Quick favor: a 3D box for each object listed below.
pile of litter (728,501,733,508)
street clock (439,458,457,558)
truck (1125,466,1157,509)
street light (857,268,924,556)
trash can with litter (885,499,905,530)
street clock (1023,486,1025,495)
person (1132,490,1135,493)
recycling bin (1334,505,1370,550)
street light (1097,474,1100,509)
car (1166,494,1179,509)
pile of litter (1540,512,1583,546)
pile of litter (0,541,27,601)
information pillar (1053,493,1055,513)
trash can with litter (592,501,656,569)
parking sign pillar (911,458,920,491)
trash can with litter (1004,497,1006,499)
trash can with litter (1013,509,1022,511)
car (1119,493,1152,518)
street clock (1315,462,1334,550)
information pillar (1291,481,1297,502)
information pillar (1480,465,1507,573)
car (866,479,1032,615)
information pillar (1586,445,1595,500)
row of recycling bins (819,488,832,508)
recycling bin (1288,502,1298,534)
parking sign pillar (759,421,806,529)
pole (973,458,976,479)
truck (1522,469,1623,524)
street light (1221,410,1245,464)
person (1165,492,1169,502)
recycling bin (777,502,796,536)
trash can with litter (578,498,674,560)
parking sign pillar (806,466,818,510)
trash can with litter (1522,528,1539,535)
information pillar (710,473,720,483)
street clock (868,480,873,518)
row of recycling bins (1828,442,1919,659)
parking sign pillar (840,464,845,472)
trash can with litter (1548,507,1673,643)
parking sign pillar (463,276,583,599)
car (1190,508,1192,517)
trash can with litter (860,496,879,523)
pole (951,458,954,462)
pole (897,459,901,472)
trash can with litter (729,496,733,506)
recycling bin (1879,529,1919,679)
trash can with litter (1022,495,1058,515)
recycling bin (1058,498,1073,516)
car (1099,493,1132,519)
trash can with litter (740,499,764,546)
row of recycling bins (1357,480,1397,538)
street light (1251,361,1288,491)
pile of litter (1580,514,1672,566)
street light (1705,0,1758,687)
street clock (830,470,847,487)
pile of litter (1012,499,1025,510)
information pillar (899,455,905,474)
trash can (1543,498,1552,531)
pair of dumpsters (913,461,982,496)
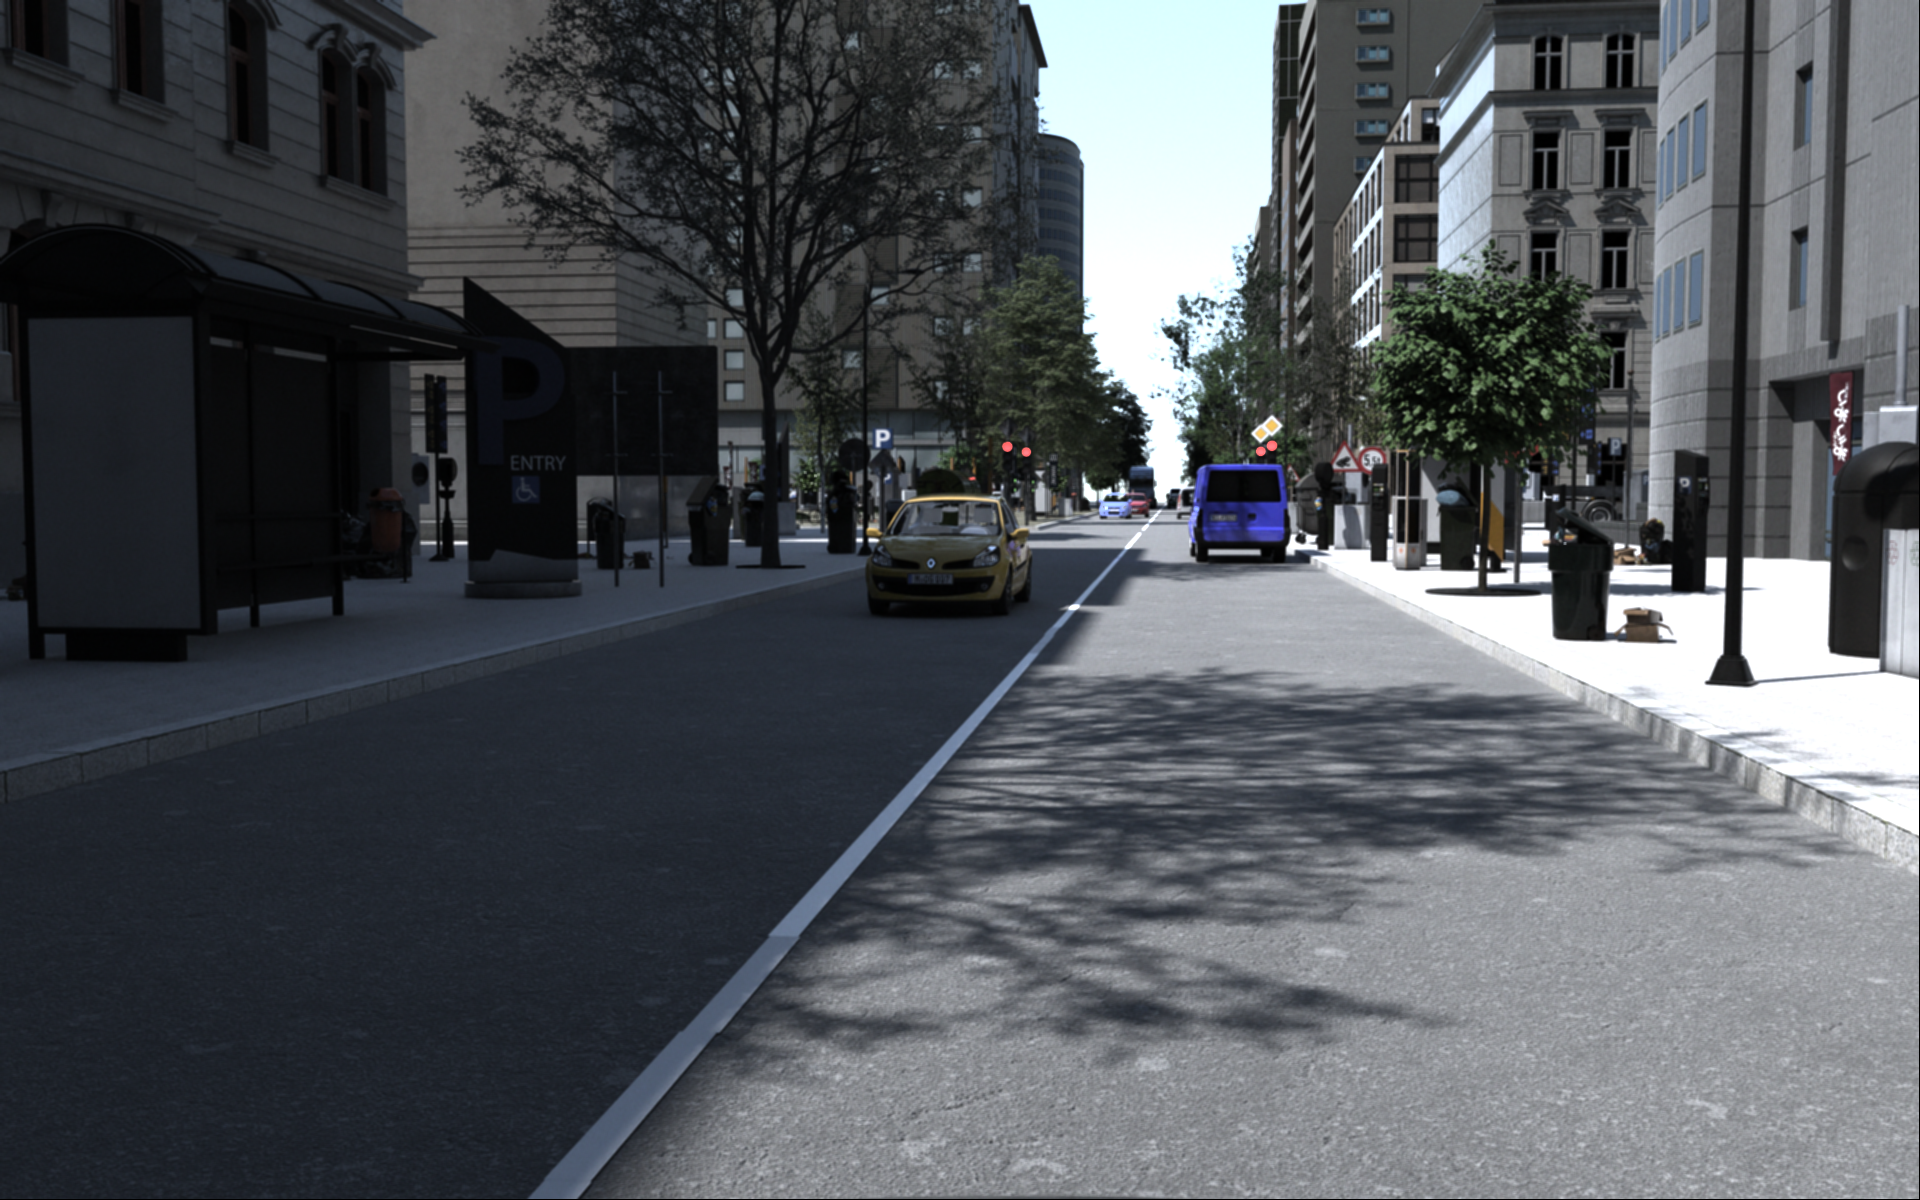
[{"bbox_3d":[-14.890,-6.029,112.537,1.719,0.858,1.176,3,5,43],"label":"pile of litter"},{"bbox_3d":[-10.255,-1.839,34.634,0.358,2.002,0.471,1,4,11],"label":"street clock"},{"bbox_3d":[18.334,-11.224,173.271,2.967,4.110,18.799,0,4,7],"label":"truck"},{"bbox_3d":[-1.430,-3.873,35.863,1.470,5.913,1.316,0,4,7],"label":"street light"},{"bbox_3d":[-1.465,-1.836,41.399,0.624,1.170,1.055,0,4,-8],"label":"trash can with litter"},{"bbox_3d":[5.507,-8.571,144.701,0.358,2.002,0.471,-3,5,-39],"label":"street clock"},{"bbox_3d":[13.099,-7.498,131.487,0.834,1.777,0.661,1,4,10],"label":"person"},{"bbox_3d":[9.138,-1.701,40.359,0.722,1.027,0.722,1,4,21],"label":"recycling bin"},{"bbox_3d":[12.287,-10.633,146.394,1.470,5.913,1.316,0,4,7],"label":"street light"},{"bbox_3d":[21.333,-9.683,170.113,2.131,1.459,4.920,1,4,9],"label":"car"},{"bbox_3d":[14.782,-1.729,42.240,1.176,0.858,1.719,2,4,23],"label":"pile of litter"},{"bbox_3d":[-11.179,-0.451,21.334,1.719,0.858,1.176,0,4,-1],"label":"pile of litter"},{"bbox_3d":[6.243,-7.696,117.185,0.504,3.616,0.183,0,4,-4],"label":"information pillar"},{"bbox_3d":[-5.784,-1.128,29.824,1.055,1.170,0.624,-1,4,-14],"label":"trash can with litter"},{"bbox_3d":[-3.300,-8.589,128.898,1.447,3.967,1.447,-1,4,-12],"label":"parking sign pillar"},{"bbox_3d":[1.500,-3.699,71.869,1.055,1.170,0.624,1,4,11],"label":"trash can with litter"},{"bbox_3d":[4.647,-7.232,129.301,2.233,1.210,1.678,2,4,30],"label":"trash can with litter"},{"bbox_3d":[10.724,-5.956,106.428,2.155,1.783,4.494,0,4,7],"label":"car"},{"bbox_3d":[8.303,-2.139,39.542,0.358,2.002,0.471,3,5,42],"label":"street clock"},{"bbox_3d":[15.632,-4.673,80.901,0.304,2.012,0.304,0,4,8],"label":"information pillar"},{"bbox_3d":[8.667,-2.248,28.103,0.504,3.616,0.183,-2,4,-34],"label":"information pillar"},{"bbox_3d":[-0.082,-0.708,21.804,2.015,1.641,3.980,0,4,8],"label":"car"},{"bbox_3d":[26.544,-4.990,72.939,0.504,3.616,0.183,-3,4,-38],"label":"information pillar"},{"bbox_3d":[-10.001,-7.420,128.433,1.069,1.692,3.534,-1,4,-8],"label":"row of recycling bins"},{"bbox_3d":[10.420,-2.621,55.399,0.722,1.027,0.722,0,4,2],"label":"recycling bin"},{"bbox_3d":[-6.567,-4.570,63.189,1.447,3.967,1.447,0,4,7],"label":"parking sign pillar"},{"bbox_3d":[0.808,-6.333,97.385,0.158,3.312,0.155,0,3,0],"label":"pole"},{"bbox_3d":[26.499,-4.513,63.551,18.799,4.110,2.967,1,4,9],"label":"truck"},{"bbox_3d":[15.133,-7.534,95.721,1.470,5.913,1.316,0,4,7],"label":"street light"},{"bbox_3d":[35.272,-17.424,293.940,0.990,1.755,0.434,1,4,12],"label":"person"},{"bbox_3d":[-5.594,-2.531,53.930,0.722,1.027,0.722,-3,5,-44],"label":"recycling bin"},{"bbox_3d":[-6.788,-1.413,34.168,2.233,1.210,1.678,1,4,13],"label":"trash can with litter"},{"bbox_3d":[-11.581,-8.839,132.983,1.447,3.967,1.447,-3,4,-37],"label":"parking sign pillar"},{"bbox_3d":[17.090,-2.677,54.831,1.678,1.210,2.233,-2,4,-27],"label":"trash can with litter"},{"bbox_3d":[-8.623,-3.447,60.843,0.304,2.012,0.304,1,4,13],"label":"information pillar"},{"bbox_3d":[-4.778,-5.226,90.010,0.471,2.002,0.358,-3,4,-36],"label":"street clock"},{"bbox_3d":[8.753,-0.395,13.570,3.534,1.692,1.069,0,4,5],"label":"row of recycling bins"},{"bbox_3d":[-9.084,-8.852,133.196,1.447,3.967,1.447,0,4,-4],"label":"parking sign pillar"},{"bbox_3d":[5.719,-0.236,15.238,1.055,1.170,0.624,2,4,23],"label":"trash can with litter"},{"bbox_3d":[-5.500,-2.034,21.720,1.447,3.967,1.447,-2,4,-25],"label":"parking sign pillar"},{"bbox_3d":[11.960,-4.320,83.214,1.945,1.354,3.894,1,4,9],"label":"car"},{"bbox_3d":[-4.094,-4.505,84.717,1.678,1.210,2.233,2,4,28],"label":"trash can with litter"},{"bbox_3d":[-0.416,-6.307,96.958,0.158,3.312,0.155,0,3,0],"label":"pole"},{"bbox_3d":[-3.502,-6.466,99.554,0.158,3.312,0.155,0,3,0],"label":"pole"},{"bbox_3d":[-16.318,-7.122,127.496,2.233,1.210,1.678,-2,4,-30],"label":"trash can with litter"},{"bbox_3d":[7.008,0.022,12.188,0.722,1.027,0.722,0,4,2],"label":"recycling bin"},{"bbox_3d":[5.300,-5.911,107.700,2.233,1.210,1.678,1,4,14],"label":"trash can with litter"},{"bbox_3d":[6.055,-5.317,99.491,0.722,1.027,0.722,1,4,13],"label":"recycling bin"},{"bbox_3d":[9.046,-5.557,100.455,1.945,1.707,3.694,1,4,9],"label":"car"},{"bbox_3d":[-5.119,-1.903,42.504,0.624,1.170,1.055,-1,4,-11],"label":"trash can with litter"},{"bbox_3d":[12.128,-2.724,51.643,1.069,1.692,3.534,0,4,4],"label":"row of recycling bins"},{"bbox_3d":[10.815,-5.373,60.382,1.470,5.913,1.316,0,4,7],"label":"street light"},{"bbox_3d":[12.393,-1.081,31.645,1.719,0.858,1.176,-1,4,-20],"label":"pile of litter"},{"bbox_3d":[4.675,-2.388,11.591,1.470,5.913,1.316,0,4,7],"label":"street light"},{"bbox_3d":[-3.690,-2.942,52.673,0.471,2.002,0.358,-2,4,-26],"label":"street clock"},{"bbox_3d":[4.947,-7.785,141.251,1.719,0.858,1.176,2,4,27],"label":"pile of litter"},{"bbox_3d":[-3.498,-6.916,104.437,0.183,3.616,0.504,3,5,39],"label":"information pillar"},{"bbox_3d":[20.717,-2.982,60.404,0.748,1.137,0.748,0,3,0],"label":"trash can"},{"bbox_3d":[-0.368,-2.890,49.742,1.574,2.255,4.437,0,4,7],"label":"pair of dumpsters"}]
